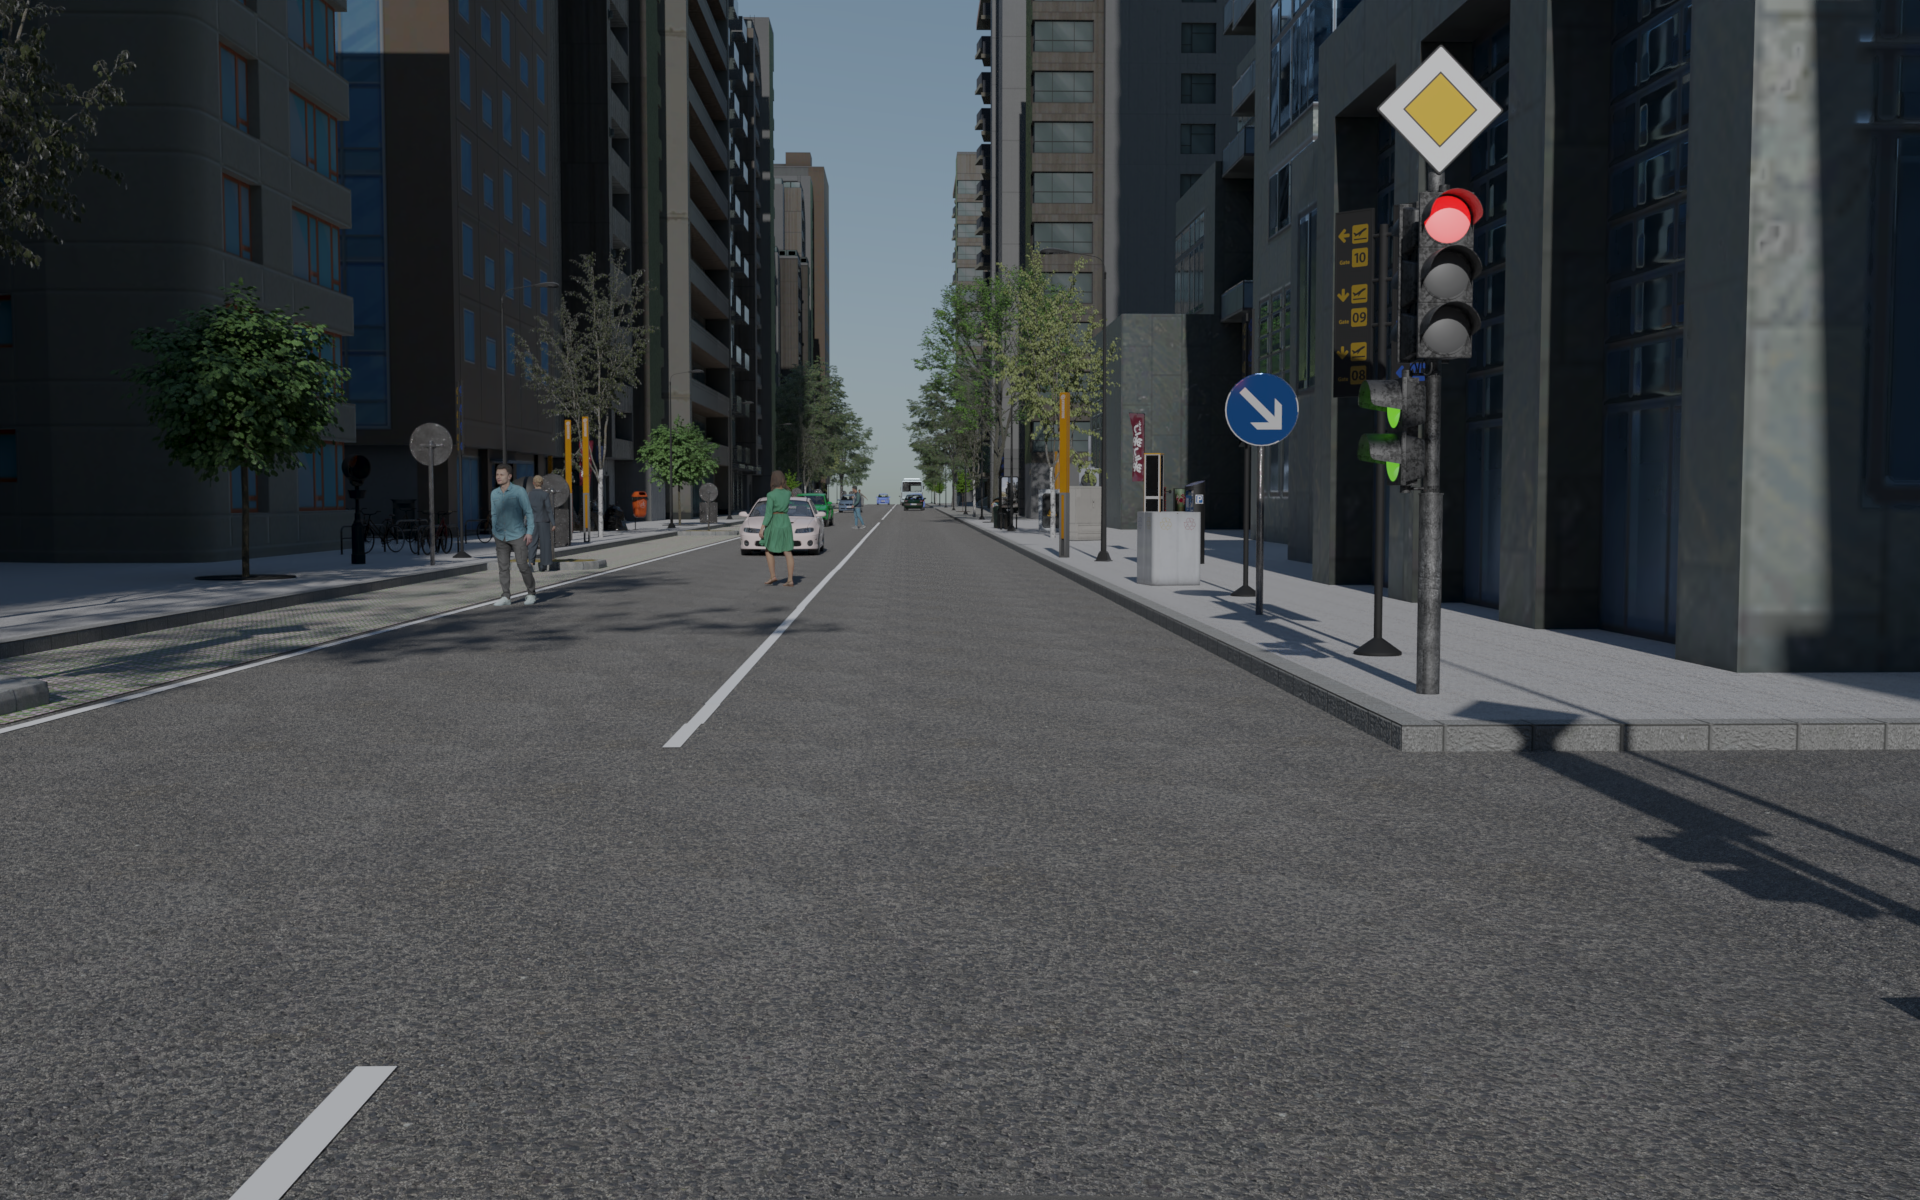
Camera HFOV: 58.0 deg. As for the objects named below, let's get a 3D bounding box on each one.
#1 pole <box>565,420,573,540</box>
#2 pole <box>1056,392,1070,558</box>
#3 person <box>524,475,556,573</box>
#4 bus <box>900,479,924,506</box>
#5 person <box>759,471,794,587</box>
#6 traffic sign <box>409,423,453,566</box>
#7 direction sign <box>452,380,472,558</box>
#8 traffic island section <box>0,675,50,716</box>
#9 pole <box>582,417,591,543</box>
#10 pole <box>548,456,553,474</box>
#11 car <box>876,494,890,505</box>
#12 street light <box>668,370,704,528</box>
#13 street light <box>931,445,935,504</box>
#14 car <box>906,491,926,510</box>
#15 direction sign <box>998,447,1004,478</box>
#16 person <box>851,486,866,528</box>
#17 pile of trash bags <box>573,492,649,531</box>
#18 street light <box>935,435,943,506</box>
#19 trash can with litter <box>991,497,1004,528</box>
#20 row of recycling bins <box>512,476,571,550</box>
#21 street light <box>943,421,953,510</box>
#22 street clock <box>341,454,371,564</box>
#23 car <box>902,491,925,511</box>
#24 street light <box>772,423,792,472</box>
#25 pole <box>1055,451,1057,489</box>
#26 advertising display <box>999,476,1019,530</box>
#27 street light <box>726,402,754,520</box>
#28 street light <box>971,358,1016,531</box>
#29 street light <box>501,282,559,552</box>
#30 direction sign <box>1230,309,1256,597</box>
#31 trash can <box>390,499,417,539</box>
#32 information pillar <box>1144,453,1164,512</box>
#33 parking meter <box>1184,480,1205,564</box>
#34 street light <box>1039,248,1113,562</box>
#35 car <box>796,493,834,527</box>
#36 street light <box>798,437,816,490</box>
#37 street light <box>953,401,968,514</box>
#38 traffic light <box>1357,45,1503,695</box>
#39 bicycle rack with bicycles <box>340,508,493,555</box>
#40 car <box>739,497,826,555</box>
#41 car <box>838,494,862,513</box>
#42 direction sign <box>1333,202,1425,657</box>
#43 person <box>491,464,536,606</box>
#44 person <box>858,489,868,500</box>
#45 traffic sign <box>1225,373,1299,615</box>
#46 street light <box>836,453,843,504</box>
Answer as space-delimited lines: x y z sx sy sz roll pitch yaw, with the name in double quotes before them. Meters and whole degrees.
"pole" -10.806 -3.300 47.800 0.158 3.312 0.155 0 3 0
"pole" 2.105 -2.509 34.860 0.158 3.312 0.155 0 3 0
"person" -7.647 -1.381 31.496 0.576 1.772 0.534 -1 4 -12
"bus" -5.828 -13.218 210.971 2.948 3.499 13.247 0 4 -1
"person" -2.812 -1.109 26.880 0.529 1.795 0.600 3 4 38
"traffic sign" -9.460 -1.889 30.989 0.768 2.556 0.104 0 4 -2
"direction sign" -10.013 -2.614 34.728 0.379 3.537 0.876 -1 4 -23
"traffic island section" -7.155 0.700 10.829 2.009 0.180 2.903 0 4 -2
"pole" -9.879 -3.177 45.784 0.158 3.312 0.155 0 3 0
"pole" -15.488 -4.382 65.497 0.158 3.312 0.155 0 3 0
"car" -10.260 -13.578 231.592 1.945 1.707 3.694 0 4 -1
"street light" -10.282 -5.646 64.857 1.470 5.913 1.316 0 4 -2
"street light" -1.867 -11.628 162.654 1.470 5.913 1.316 0 4 -2
"car" -3.963 -8.843 154.171 1.945 1.707 3.694 0 4 -2
"direction sign" 1.956 -5.617 83.829 0.379 3.537 0.876 -1 4 -21
"person" -4.307 -3.880 72.284 0.721 1.781 0.623 -2 4 -29
"pile of trash bags" -12.396 -3.124 60.826 1.912 1.369 3.447 3 5 42
"street light" -1.036 -9.974 135.617 1.470 5.913 1.316 0 4 -2
"trash can with litter" 1.413 -3.280 65.018 0.624 1.170 1.055 0 4 -6
"row of recycling bins" -10.021 -2.112 41.637 1.069 1.692 3.534 0 4 -2
"street light" -0.183 -8.375 109.471 1.470 5.913 1.316 0 4 -2
"street clock" -11.017 -1.657 31.664 0.358 2.002 0.471 3 5 43
"car" -4.021 -8.552 149.606 2.009 1.686 4.222 0 4 -2
"street light" -11.716 -8.627 113.587 1.470 5.913 1.316 0 4 -2
"pole" 4.638 -5.446 82.884 0.158 3.312 0.155 0 3 0
"advertising display" 1.763 -3.507 62.549 0.123 1.923 0.974 3 5 42
"street light" -11.057 -7.004 87.058 1.470 5.913 1.316 0 4 -2
"street light" 1.232 -5.314 59.421 1.470 5.913 1.316 0 4 -2
"street light" -9.479 -4.010 38.099 1.470 5.913 1.316 0 4 -2
"direction sign" 3.589 -1.815 21.666 0.379 3.537 0.876 0 4 1
"trash can" -15.772 -2.292 49.126 0.748 1.137 0.748 0 3 0
"information pillar" 3.494 -1.636 31.248 0.304 2.012 0.304 1 4 19
"parking meter" 4.311 -1.431 31.816 0.372 1.533 0.369 0 3 0
"street light" 2.196 -3.688 32.841 1.470 5.913 1.316 0 4 -2
"car" -6.609 -4.168 76.939 1.959 1.807 4.718 0 4 0
"street light" -12.530 -10.234 139.863 1.470 5.913 1.316 0 4 -2
"street light" 0.547 -6.933 85.893 1.470 5.913 1.316 0 4 -2
"traffic light" 2.991 -1.352 11.028 0.839 4.253 0.868 0 4 -2
"bicycle rack with bicycles" -11.895 -1.473 37.472 2.852 0.926 2.925 1 4 12
"car" -4.272 -1.814 42.018 2.083 1.381 4.827 0 4 -2
"car" -8.466 -7.456 133.904 2.014 1.417 4.499 0 4 -2
"direction sign" 3.337 -1.329 13.734 0.379 3.537 0.876 -3 5 -45
"person" -5.759 -0.849 22.407 0.660 1.820 0.620 1 4 15
"person" -8.228 -8.160 141.914 1.348 1.824 0.705 -1 4 -14
"traffic sign" 3.182 -1.115 18.339 0.768 2.556 0.104 0 4 4
"street light" -14.413 -13.733 197.073 1.470 5.913 1.316 0 4 -2
